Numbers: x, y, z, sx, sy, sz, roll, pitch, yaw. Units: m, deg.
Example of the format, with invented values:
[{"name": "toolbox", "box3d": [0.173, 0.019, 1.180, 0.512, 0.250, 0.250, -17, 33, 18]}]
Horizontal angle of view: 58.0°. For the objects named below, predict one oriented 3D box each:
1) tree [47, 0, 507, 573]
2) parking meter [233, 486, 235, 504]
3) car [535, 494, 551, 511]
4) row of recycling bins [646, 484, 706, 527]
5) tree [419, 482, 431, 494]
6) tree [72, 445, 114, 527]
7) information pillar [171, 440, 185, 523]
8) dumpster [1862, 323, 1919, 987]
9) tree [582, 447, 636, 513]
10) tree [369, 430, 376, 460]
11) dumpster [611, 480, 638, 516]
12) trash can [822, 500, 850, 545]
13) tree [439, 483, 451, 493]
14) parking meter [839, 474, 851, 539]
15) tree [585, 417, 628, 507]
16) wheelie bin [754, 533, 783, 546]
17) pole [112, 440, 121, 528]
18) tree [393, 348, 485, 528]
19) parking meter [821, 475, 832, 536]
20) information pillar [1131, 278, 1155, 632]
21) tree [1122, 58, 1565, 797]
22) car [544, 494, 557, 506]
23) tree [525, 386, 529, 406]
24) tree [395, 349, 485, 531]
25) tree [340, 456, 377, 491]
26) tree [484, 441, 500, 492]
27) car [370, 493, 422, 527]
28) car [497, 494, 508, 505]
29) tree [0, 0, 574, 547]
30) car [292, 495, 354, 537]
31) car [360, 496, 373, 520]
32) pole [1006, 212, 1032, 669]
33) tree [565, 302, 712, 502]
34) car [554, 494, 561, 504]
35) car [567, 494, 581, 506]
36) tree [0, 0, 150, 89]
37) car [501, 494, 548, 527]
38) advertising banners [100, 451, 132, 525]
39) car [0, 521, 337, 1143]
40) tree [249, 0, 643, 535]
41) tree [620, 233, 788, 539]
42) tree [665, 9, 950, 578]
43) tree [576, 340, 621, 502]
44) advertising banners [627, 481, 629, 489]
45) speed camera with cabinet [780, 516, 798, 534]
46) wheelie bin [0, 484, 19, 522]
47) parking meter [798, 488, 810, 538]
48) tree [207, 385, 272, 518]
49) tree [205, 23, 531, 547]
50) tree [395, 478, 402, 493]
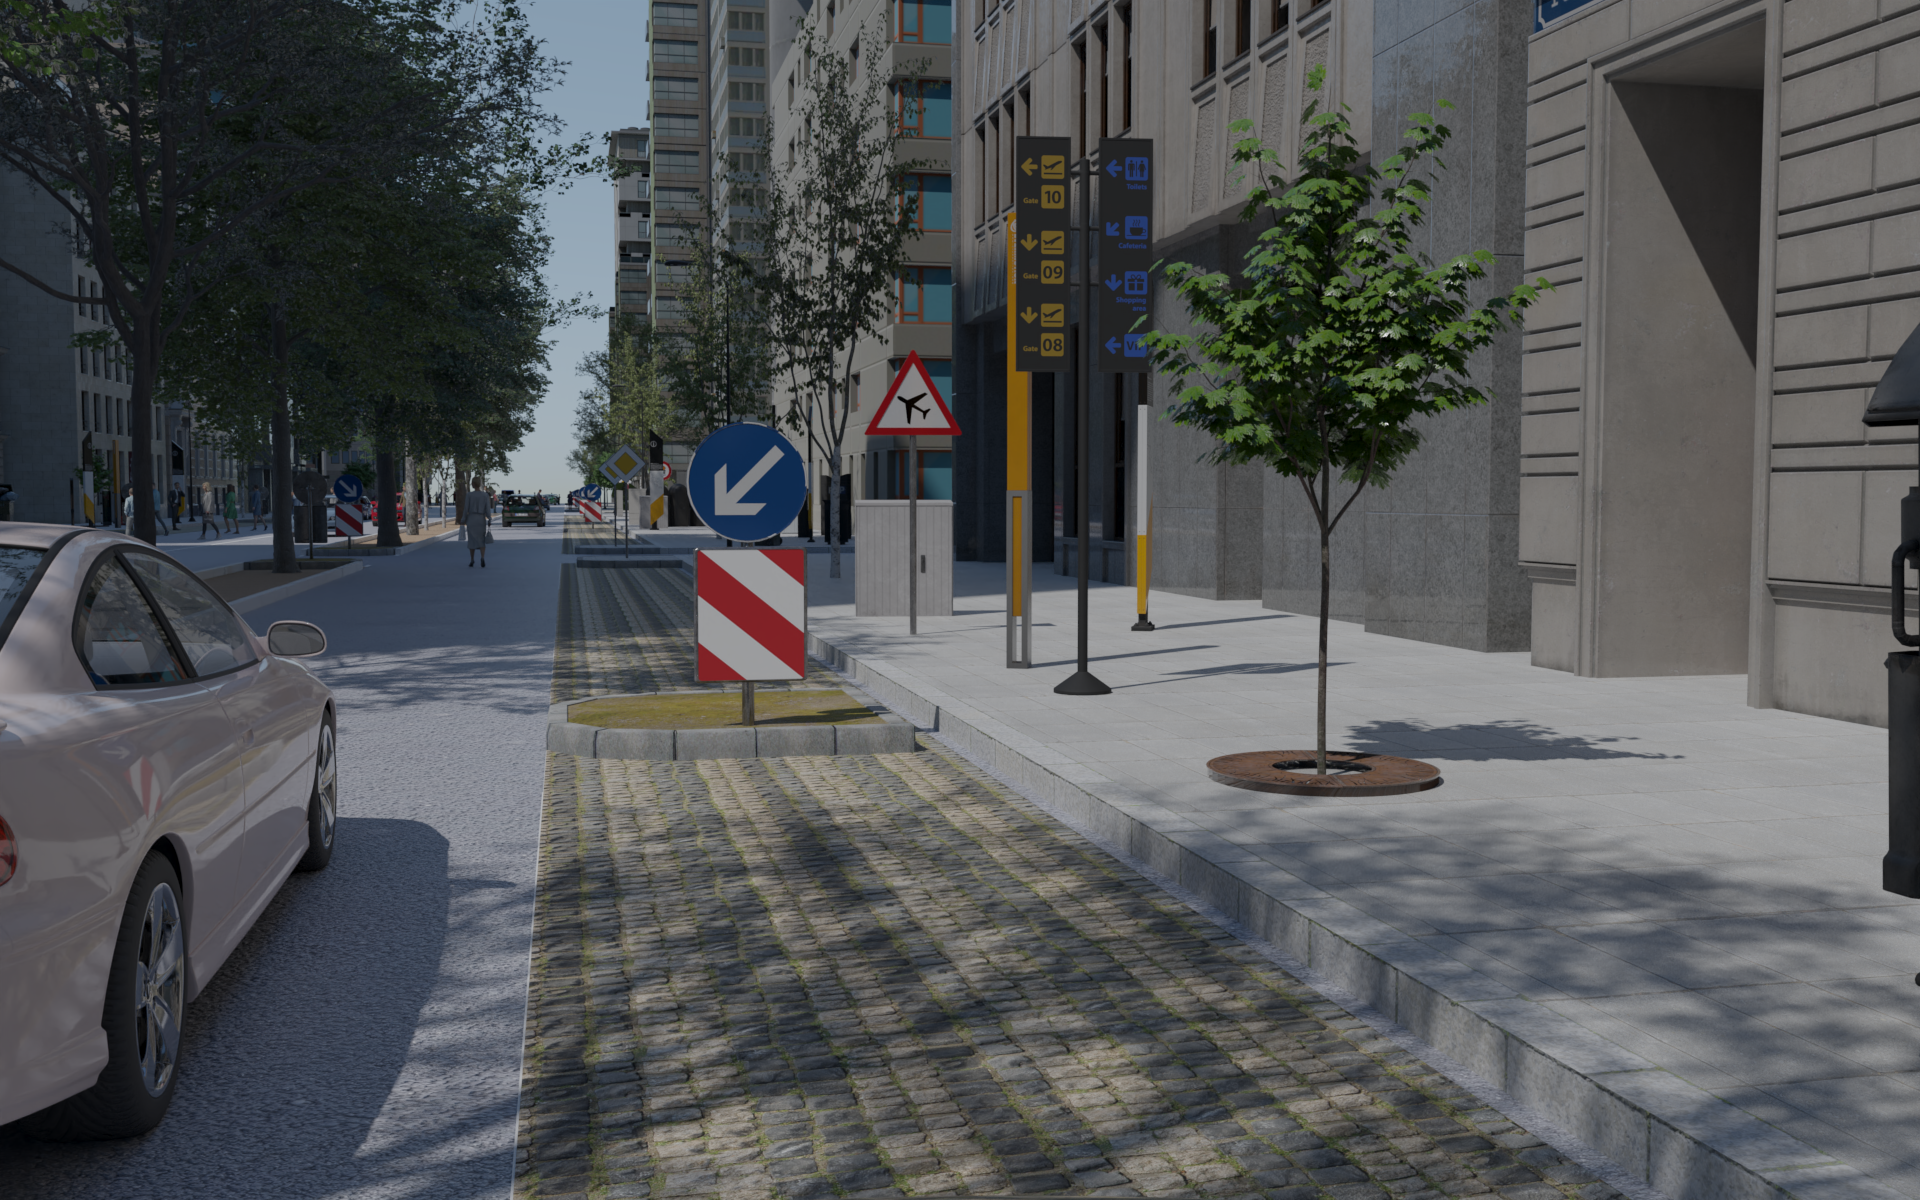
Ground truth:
[{"name": "tree", "box3d": [-12.012, -6.726, 30.550, 7.486, 12.596, 7.792, 0, 3, 0]}, {"name": "parking meter", "box3d": [-43.280, -5.944, 102.889, 0.255, 1.863, 0.399, 3, 5, 43]}, {"name": "car", "box3d": [-36.879, -8.557, 151.913, 2.014, 1.417, 4.499, -1, 4, -12]}, {"name": "row of recycling bins", "box3d": [-10.691, -3.740, 68.268, 3.534, 1.692, 1.069, -3, 4, -38]}, {"name": "tree", "box3d": [-67.540, -13.737, 219.196, 1.663, 3.219, 1.824, 0, 3, 0]}, {"name": "tree", "box3d": [-33.862, -4.489, 67.991, 1.663, 3.219, 1.824, 0, 3, 0]}, {"name": "information pillar", "box3d": [-34.186, -5.160, 75.724, 0.504, 3.616, 0.183, 0, 4, -5]}, {"name": "dumpster", "box3d": [2.695, 0.172, 2.939, 1.264, 1.857, 1.865, -1, 4, -13]}, {"name": "tree", "box3d": [-23.884, -8.313, 119.637, 4.285, 4.588, 4.351, 0, 3, 0]}, {"name": "tree", "box3d": [-55.885, -13.403, 169.503, 4.737, 8.622, 4.395, 0, 3, 0]}, {"name": "dumpster", "box3d": [-19.415, -5.978, 100.230, 1.502, 2.255, 1.985, -1, 4, -13]}, {"name": "trash can", "box3d": [-3.135, -1.972, 43.900, 0.748, 1.137, 0.748, 0, 3, 0]}, {"name": "tree", "box3d": [-75.297, -15.827, 253.364, 1.663, 3.219, 1.824, 0, 3, 0]}, {"name": "parking meter", "box3d": [-3.320, -2.671, 49.388, 0.399, 1.863, 0.255, 2, 4, 24]}, {"name": "tree", "box3d": [-31.098, -12.345, 152.203, 4.360, 8.622, 3.978, 0, 3, 0]}, {"name": "wheelie bin", "box3d": [-4.807, -2.140, 42.904, 0.693, 1.594, 0.980, 1, 4, 17]}, {"name": "pole", "box3d": [-31.809, -4.372, 65.326, 0.158, 3.312, 0.155, 0, 3, 0]}, {"name": "tree", "box3d": [-21.746, -7.330, 72.671, 4.737, 8.622, 4.395, 0, 3, 0]}, {"name": "parking meter", "box3d": [-4.112, -2.928, 53.578, 0.255, 1.863, 0.399, 2, 4, 29]}, {"name": "information pillar", "box3d": [1.747, -1.527, 16.314, 0.183, 3.616, 0.504, 1, 4, 13]}, {"name": "tree", "box3d": [1.614, -0.812, 7.875, 1.663, 3.219, 1.824, 0, 3, 0]}, {"name": "car", "box3d": [-51.583, -12.566, 217.249, 2.131, 1.459, 4.920, -1, 4, -15]}, {"name": "tree", "box3d": [-26.778, -10.128, 93.802, 9.928, 11.665, 9.643, 0, 3, 0]}, {"name": "tree", "box3d": [-20.774, -6.994, 67.174, 4.360, 8.622, 3.978, 0, 3, 0]}, {"name": "tree", "box3d": [-52.371, -10.225, 150.891, 4.285, 4.588, 4.351, 0, 3, 0]}, {"name": "tree", "box3d": [-24.784, -8.203, 86.931, 4.360, 8.622, 3.978, 0, 3, 0]}, {"name": "car", "box3d": [-25.256, -4.201, 77.722, 2.155, 1.783, 4.494, -1, 4, -11]}, {"name": "car", "box3d": [-56.063, -12.360, 211.877, 2.009, 1.686, 4.222, -1, 4, -14]}, {"name": "tree", "box3d": [-10.001, -6.610, 20.897, 12.009, 13.543, 11.850, 0, 3, 0]}, {"name": "car", "box3d": [-21.681, -2.895, 59.328, 2.014, 1.417, 4.499, -1, 4, -11]}, {"name": "car", "box3d": [-33.464, -5.079, 95.616, 1.945, 1.354, 3.894, -1, 4, -13]}, {"name": "pole", "box3d": [0.436, -1.153, 12.687, 0.158, 3.312, 0.155, 0, 3, 0]}, {"name": "tree", "box3d": [-15.576, -9.195, 84.749, 7.601, 10.594, 8.767, 0, 4, -7]}, {"name": "car", "box3d": [-55.377, -13.686, 235.570, 2.131, 1.459, 4.920, -1, 4, -14]}, {"name": "car", "box3d": [-47.883, -12.566, 215.243, 2.009, 1.686, 4.222, -1, 4, -11]}, {"name": "tree", "box3d": [-7.747, -5.011, 10.137, 9.928, 11.665, 9.643, 0, 3, 0]}, {"name": "car", "box3d": [-19.105, -4.044, 75.905, 2.009, 1.686, 4.222, -1, 4, -11]}, {"name": "advertising banners", "box3d": [-34.334, -4.561, 70.763, 2.074, 3.025, 0.090, 1, 4, 21]}, {"name": "car", "box3d": [-2.999, 0.450, 5.013, 2.083, 1.381, 4.827, -1, 4, -13]}, {"name": "tree", "box3d": [-17.569, -12.258, 58.761, 12.611, 20.169, 13.585, 0, 3, 0]}, {"name": "tree", "box3d": [-6.820, -6.020, 48.783, 4.737, 8.622, 4.395, 0, 3, 0]}, {"name": "tree", "box3d": [-2.063, -4.656, 26.484, 4.360, 8.622, 3.978, 0, 3, 0]}, {"name": "tree", "box3d": [-14.362, -7.798, 77.858, 4.737, 8.622, 4.395, 0, 3, 0]}, {"name": "advertising banners", "box3d": [-17.460, -5.862, 92.027, 0.090, 3.025, 2.074, -2, 4, -24]}, {"name": "speed camera with cabinet", "box3d": [-5.721, -3.815, 56.707, 0.660, 3.252, 2.038, -1, 4, -14]}, {"name": "wheelie bin", "box3d": [-29.117, -2.735, 52.620, 0.980, 1.594, 0.693, -1, 4, -17]}, {"name": "parking meter", "box3d": [-4.597, -2.606, 51.024, 0.372, 1.533, 0.369, 0, 3, 0]}, {"name": "tree", "box3d": [-38.441, -8.736, 93.197, 4.737, 8.622, 4.395, 0, 3, 0]}, {"name": "tree", "box3d": [-15.472, -8.406, 46.543, 9.857, 13.997, 8.962, 0, 3, 0]}, {"name": "tree", "box3d": [-57.111, -10.966, 173.889, 1.663, 3.219, 1.824, 0, 3, 0]}]
